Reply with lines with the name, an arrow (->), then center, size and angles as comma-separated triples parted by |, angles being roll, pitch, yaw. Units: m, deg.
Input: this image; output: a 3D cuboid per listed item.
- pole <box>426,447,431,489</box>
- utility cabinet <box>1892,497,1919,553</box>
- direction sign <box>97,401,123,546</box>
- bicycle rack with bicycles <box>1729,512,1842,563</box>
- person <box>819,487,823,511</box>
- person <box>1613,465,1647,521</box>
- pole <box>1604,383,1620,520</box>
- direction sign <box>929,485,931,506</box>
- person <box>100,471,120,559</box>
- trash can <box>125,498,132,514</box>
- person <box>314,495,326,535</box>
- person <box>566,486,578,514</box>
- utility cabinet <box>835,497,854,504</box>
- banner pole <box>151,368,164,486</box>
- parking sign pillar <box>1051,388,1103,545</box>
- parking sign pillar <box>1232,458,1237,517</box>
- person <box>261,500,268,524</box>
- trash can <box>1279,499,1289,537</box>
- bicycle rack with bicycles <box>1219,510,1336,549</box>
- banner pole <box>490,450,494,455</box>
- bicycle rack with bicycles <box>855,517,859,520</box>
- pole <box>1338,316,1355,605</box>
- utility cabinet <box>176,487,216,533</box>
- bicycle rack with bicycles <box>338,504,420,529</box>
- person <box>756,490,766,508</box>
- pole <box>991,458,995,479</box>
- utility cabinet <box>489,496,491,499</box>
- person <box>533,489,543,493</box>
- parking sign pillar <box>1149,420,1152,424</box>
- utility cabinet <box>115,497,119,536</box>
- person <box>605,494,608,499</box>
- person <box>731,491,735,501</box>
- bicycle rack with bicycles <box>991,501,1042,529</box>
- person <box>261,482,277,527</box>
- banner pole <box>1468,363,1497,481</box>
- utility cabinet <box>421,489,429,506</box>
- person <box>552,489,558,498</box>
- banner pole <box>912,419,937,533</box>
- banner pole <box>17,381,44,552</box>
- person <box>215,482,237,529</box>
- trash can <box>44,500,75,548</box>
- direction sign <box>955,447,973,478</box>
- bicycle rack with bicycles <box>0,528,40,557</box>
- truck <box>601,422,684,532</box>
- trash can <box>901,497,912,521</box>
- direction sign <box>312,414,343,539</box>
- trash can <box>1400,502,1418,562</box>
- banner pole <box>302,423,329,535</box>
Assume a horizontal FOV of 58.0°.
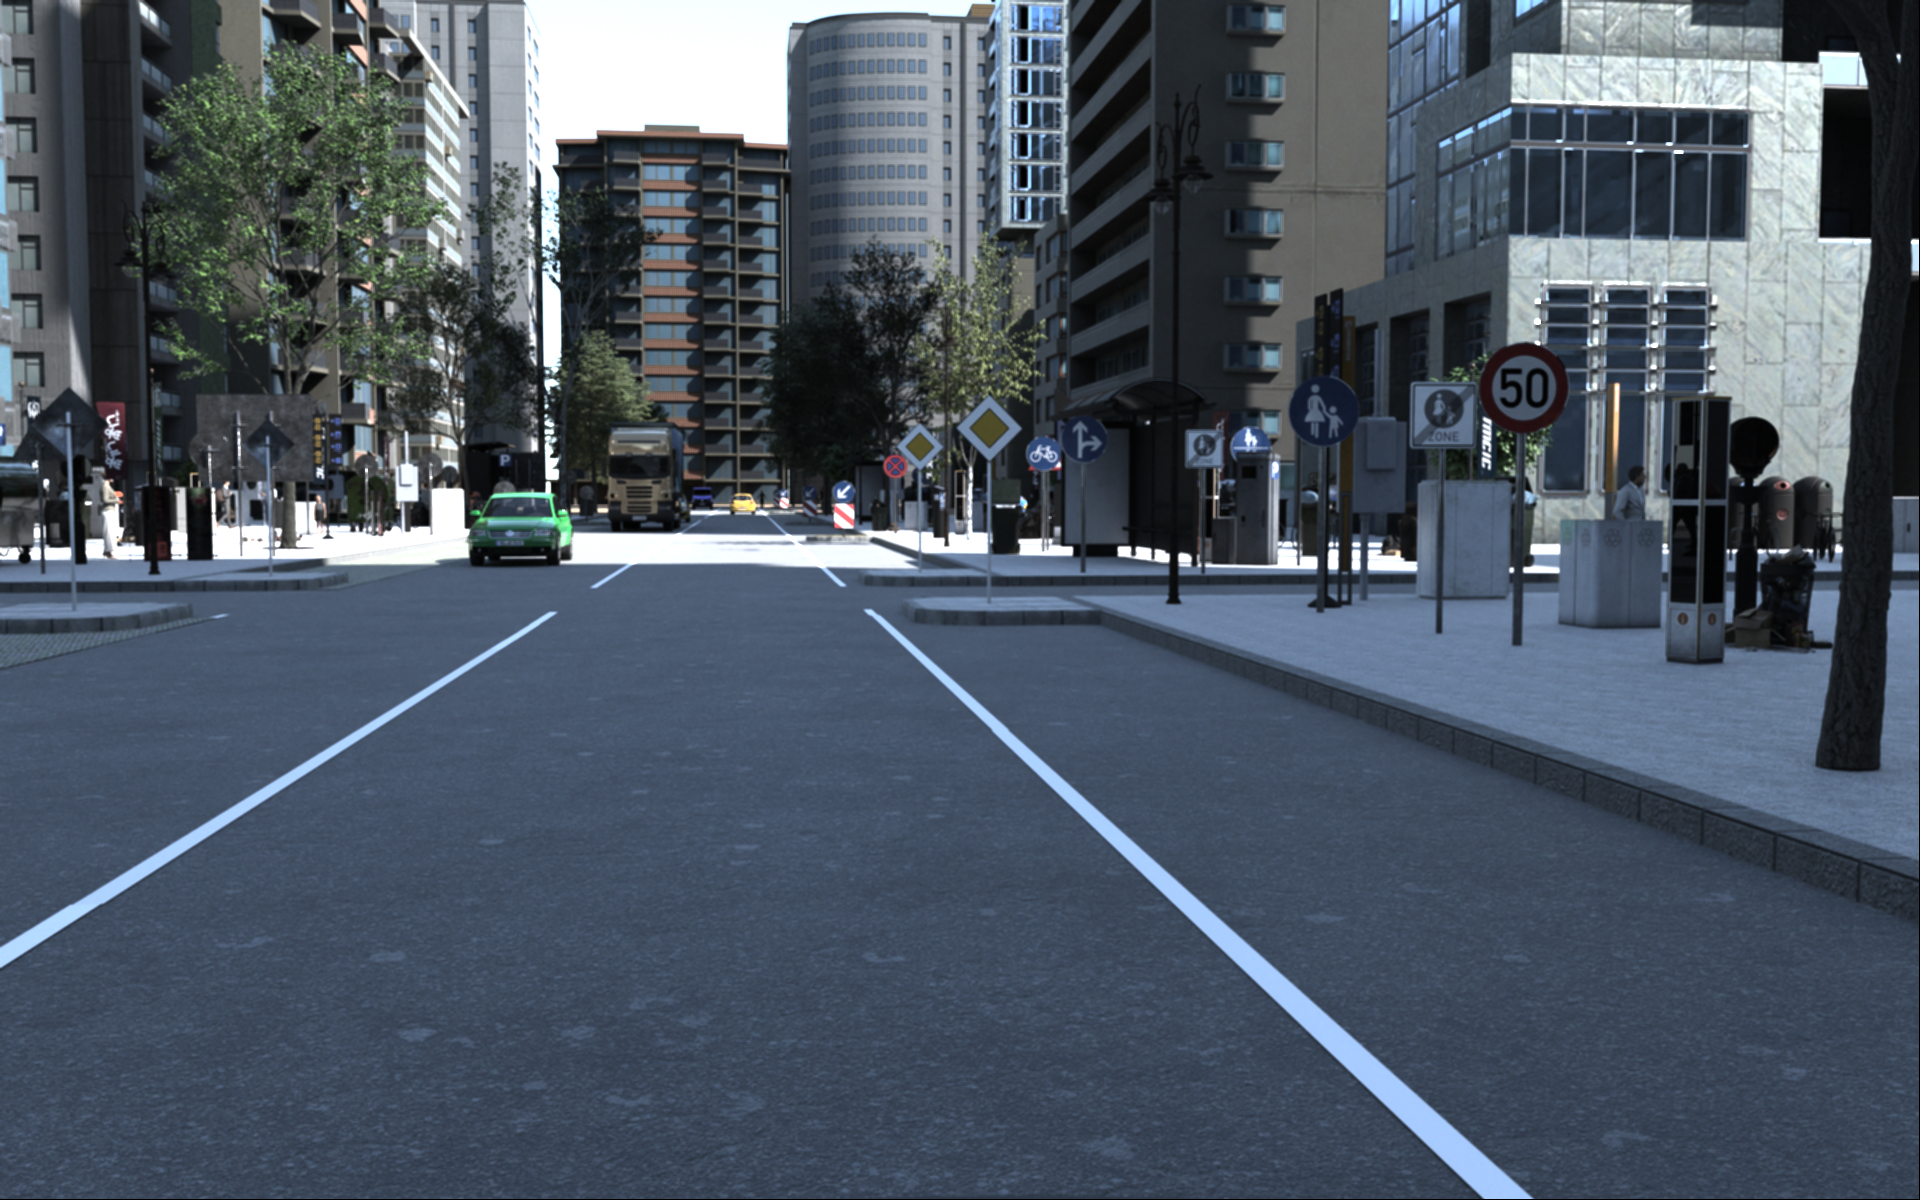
pole -> -22.913, -4.949, 74.764 | 0.158, 3.312, 0.155 | 0, 3, 0
utility cabinet -> 20.512, -1.628, 37.772 | 1.020, 1.237, 0.306 | 3, 5, 42
direction sign -> -20.855, -3.095, 42.607 | 0.379, 3.537, 0.876 | 1, 4, 11
bicycle rack with bicycles -> 16.343, -1.242, 33.685 | 2.852, 0.926, 2.925 | 3, 4, 39
person -> -10.446, -7.732, 132.472 | 0.705, 1.822, 1.348 | -3, 5, -42
person -> 9.638, -1.019, 25.010 | 0.661, 1.843, 0.795 | -2, 4, -35
pole -> 12.029, -2.332, 31.972 | 0.158, 3.312, 0.155 | 0, 3, 0
direction sign -> -1.320, -5.152, 76.224 | 0.379, 3.537, 0.876 | 3, 5, 40
person -> -16.845, -1.697, 34.346 | 0.362, 1.759, 0.519 | -2, 4, -29
trash can -> -34.577, -3.667, 71.608 | 0.748, 1.137, 0.748 | 0, 3, 0
person -> -20.139, -2.677, 54.483 | 0.362, 1.253, 0.373 | -1, 4, -11
person -> -25.394, -6.483, 111.983 | 1.348, 1.831, 0.705 | -3, 4, -37
utility cabinet -> -6.268, -5.063, 93.941 | 1.020, 1.237, 0.306 | -1, 4, -23
banner pole -> -15.912, -2.709, 34.312 | 0.401, 3.779, 0.863 | -3, 5, -42
parking sign pillar -> 3.033, -3.387, 43.845 | 1.447, 3.967, 1.447 | 0, 4, 3
parking sign pillar -> 12.777, -5.404, 76.832 | 1.447, 3.967, 1.447 | 1, 4, 20
person -> -30.052, -4.189, 75.199 | 0.598, 1.740, 0.731 | -2, 4, -28
trash can -> 9.025, -2.317, 49.535 | 0.748, 1.137, 0.748 | 0, 3, 0
bicycle rack with bicycles -> 7.803, -1.673, 40.731 | 2.852, 0.926, 2.925 | 3, 5, 39
banner pole -> -22.835, -5.787, 84.633 | 0.401, 3.779, 0.863 | -2, 4, -27
bicycle rack with bicycles -> -4.586, -4.477, 86.576 | 2.925, 0.926, 2.852 | 0, 4, 2
pole -> 4.462, -1.599, 19.992 | 0.158, 3.312, 0.155 | 0, 3, 0
utility cabinet -> -24.791, -2.908, 56.227 | 1.173, 1.500, 0.318 | 0, 4, 8
bicycle rack with bicycles -> -21.565, -3.079, 63.716 | 2.852, 0.926, 2.925 | -3, 5, -43
person -> -20.499, -10.427, 179.121 | 1.348, 1.807, 0.705 | 3, 4, 36
pole -> 1.620, -5.525, 84.176 | 0.158, 3.312, 0.155 | 0, 3, 0
utility cabinet -> -19.685, -3.865, 74.358 | 1.020, 1.237, 0.306 | 1, 4, 16
person -> -21.288, -4.972, 87.305 | 0.580, 1.828, 0.573 | 2, 4, 31
parking sign pillar -> 6.304, -4.515, 62.286 | 1.447, 3.967, 1.447 | -2, 4, -31
utility cabinet -> -26.019, -2.538, 52.663 | 0.306, 1.237, 1.020 | 1, 4, 9
person -> -27.575, -8.049, 137.607 | 1.348, 1.831, 0.705 | -2, 4, -33
person -> -21.878, -9.660, 167.101 | 0.551, 1.740, 0.621 | 2, 4, 27
bicycle rack with bicycles -> 1.663, -3.163, 65.098 | 2.852, 0.926, 2.925 | -1, 4, -17
person -> -26.568, -3.675, 66.701 | 0.480, 1.755, 0.524 | 3, 4, 36
banner pole -> 9.991, -2.646, 33.277 | 0.863, 3.779, 0.401 | -1, 4, -23
utility cabinet -> -22.320, -3.983, 73.795 | 1.173, 1.500, 0.318 | -1, 4, -23
person -> -27.448, -6.691, 116.913 | 0.593, 1.643, 0.415 | -1, 4, -21
banner pole -> -1.165, -4.139, 57.689 | 0.863, 3.779, 0.401 | 0, 4, -8
banner pole -> -20.822, -2.985, 38.827 | 0.401, 3.779, 0.863 | 0, 4, 7
person -> -26.813, -3.496, 63.174 | 0.822, 1.834, 0.622 | -3, 5, -40
trash can -> -21.563, -1.823, 41.455 | 0.748, 1.137, 0.748 | 0, 3, 0
direction sign -> 0.206, -5.571, 83.090 | 0.876, 3.537, 0.379 | 1, 4, 12
bicycle rack with bicycles -> -20.196, -1.356, 35.550 | 2.852, 0.926, 2.925 | -1, 4, -17
truck -> -12.592, -4.942, 69.719 | 2.839, 4.237, 11.283 | 0, 4, -7
trash can -> -2.541, -4.425, 84.006 | 0.748, 1.137, 0.748 | 0, 3, 0
direction sign -> -17.928, -3.488, 49.030 | 0.876, 3.537, 0.379 | -1, 4, -10
trash can -> 8.706, -1.305, 32.989 | 0.748, 1.137, 0.748 | 0, 3, 0
banner pole -> -20.057, -3.905, 53.856 | 0.863, 3.779, 0.401 | -1, 4, -21
